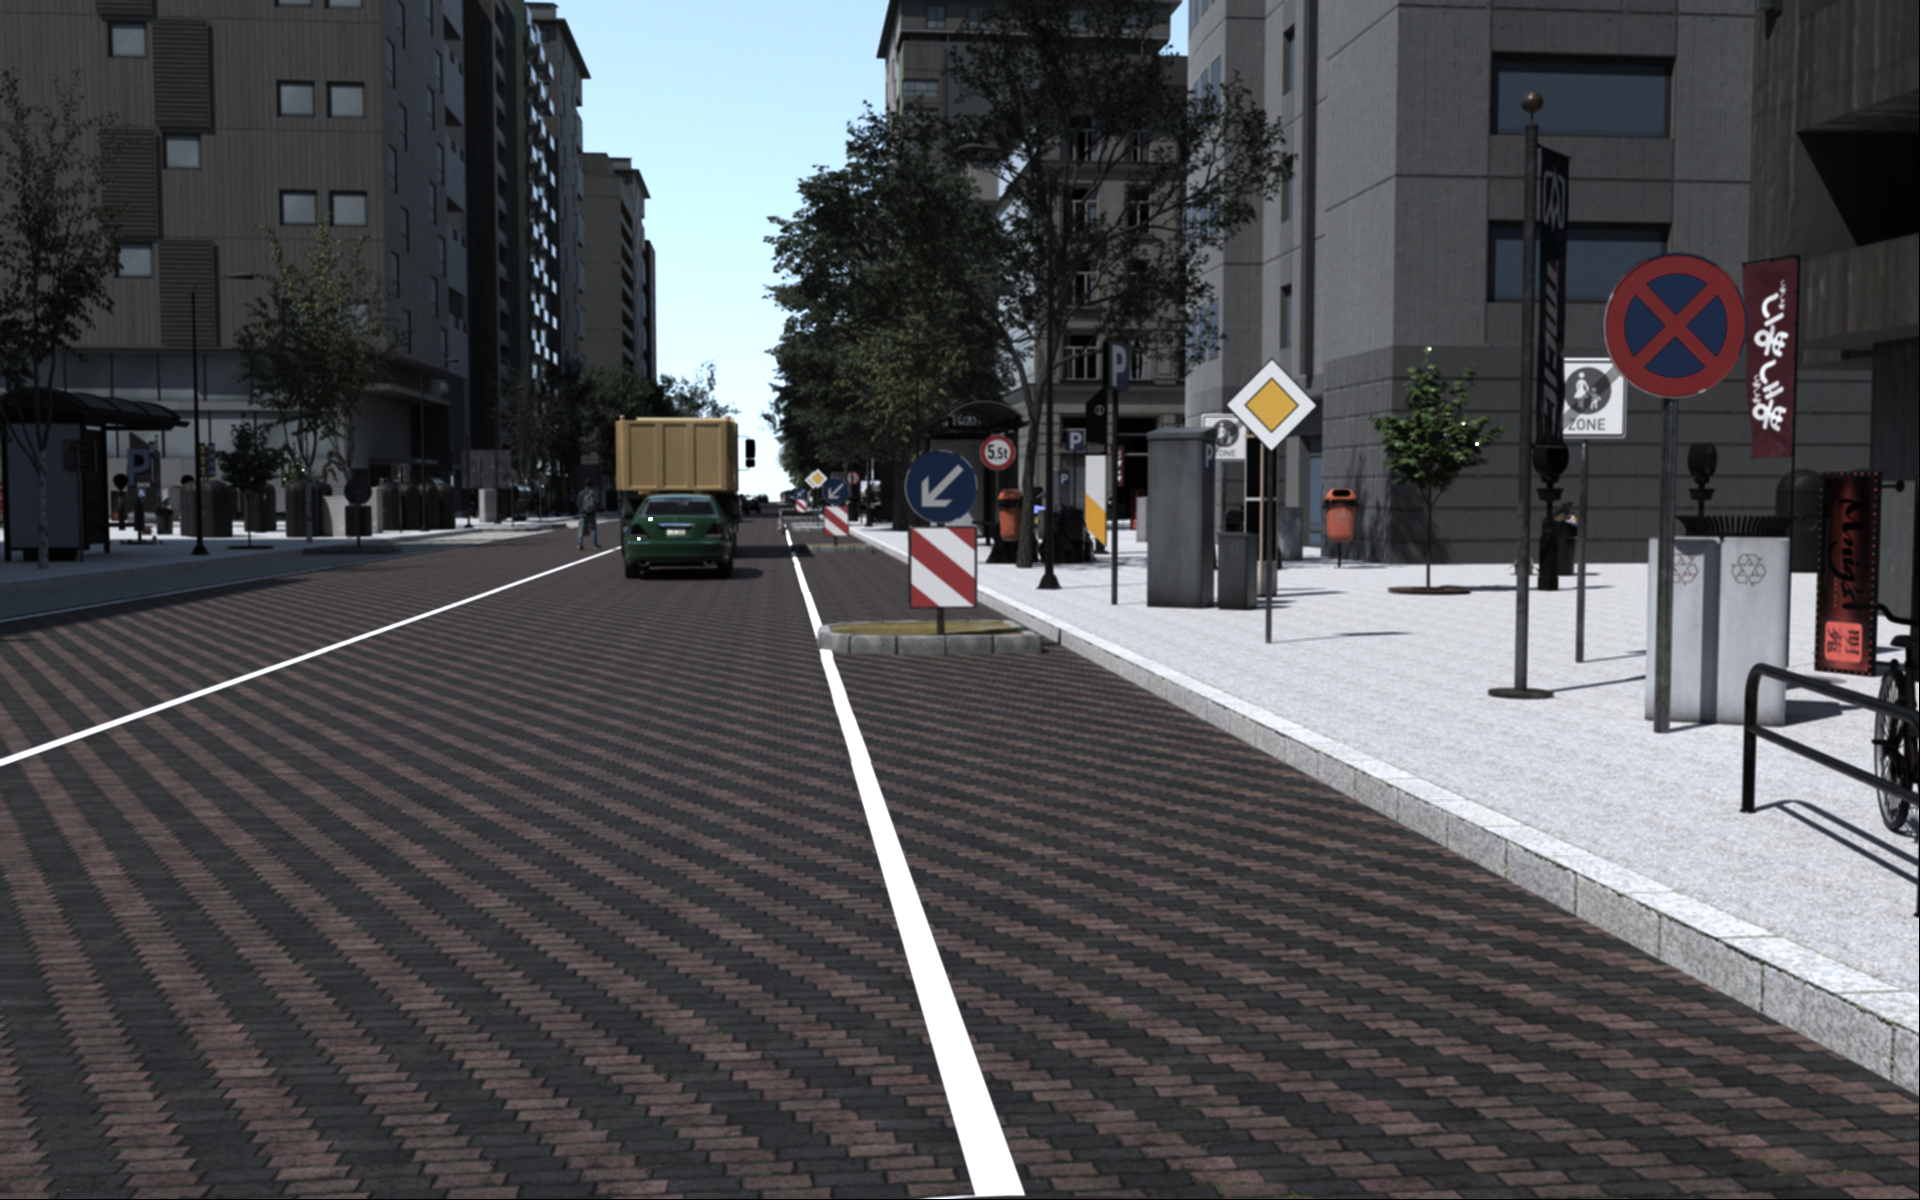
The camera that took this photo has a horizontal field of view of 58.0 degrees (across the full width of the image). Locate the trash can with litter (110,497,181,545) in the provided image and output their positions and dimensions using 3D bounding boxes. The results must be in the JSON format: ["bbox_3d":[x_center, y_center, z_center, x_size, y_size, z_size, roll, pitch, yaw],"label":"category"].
[{"bbox_3d":[-21.033,-2.052,44.602,1.678,1.210,2.233,-2,4,-27],"label":"trash can with litter"}]

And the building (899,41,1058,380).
[{"bbox_3d":[1.270,-29.193,160.899,14.154,41.232,14.086,0,4,-6],"label":"building"}]

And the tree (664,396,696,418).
[{"bbox_3d":[-32.550,-16.468,187.372,7.486,12.596,7.792,0,3,0],"label":"tree"}]

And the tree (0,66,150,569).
[{"bbox_3d":[-15.975,-4.844,29.570,4.360,8.622,3.978,0,3,0],"label":"tree"}]

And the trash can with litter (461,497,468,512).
[{"bbox_3d":[-35.095,-6.831,123.079,1.055,1.170,0.624,2,4,34],"label":"trash can with litter"}]

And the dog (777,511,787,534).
[{"bbox_3d":[-6.508,-2.781,62.312,0.513,0.831,0.800,2,4,27],"label":"dog"}]

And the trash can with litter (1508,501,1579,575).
[{"bbox_3d":[9.215,-0.976,27.349,1.055,1.170,0.624,1,4,20],"label":"trash can with litter"}]

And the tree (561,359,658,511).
[{"bbox_3d":[-26.830,-12.752,134.250,9.928,11.665,9.643,0,3,0],"label":"tree"}]

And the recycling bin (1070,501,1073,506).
[{"bbox_3d":[3.884,-3.280,66.176,0.722,1.027,0.722,1,4,18],"label":"recycling bin"}]

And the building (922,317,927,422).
[{"bbox_3d":[2.072,-16.971,142.107,10.561,19.102,19.286,0,4,-6],"label":"building"}]

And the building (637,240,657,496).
[{"bbox_3d":[-59.016,-39.405,294.382,14.600,45.320,14.200,0,4,-6],"label":"building"}]

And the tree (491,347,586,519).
[{"bbox_3d":[-21.930,-8.416,87.970,4.360,8.622,3.978,0,3,0],"label":"tree"}]

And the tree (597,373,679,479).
[{"bbox_3d":[-29.967,-15.137,164.497,9.611,12.733,9.660,0,3,0],"label":"tree"}]

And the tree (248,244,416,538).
[{"bbox_3d":[-18.024,-6.103,50.145,4.360,8.622,3.978,0,3,0],"label":"tree"}]

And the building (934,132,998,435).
[{"bbox_3d":[5.492,-20.385,120.682,14.401,28.519,23.554,0,4,-6],"label":"building"}]

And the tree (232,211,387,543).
[{"bbox_3d":[-17.195,-5.822,45.546,4.737,8.622,4.395,0,3,0],"label":"tree"}]

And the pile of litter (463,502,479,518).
[{"bbox_3d":[-25.756,-4.785,92.200,1.176,0.858,1.719,3,5,41],"label":"pile of litter"}]

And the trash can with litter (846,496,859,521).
[{"bbox_3d":[-5.040,-4.270,81.199,0.624,1.170,1.055,0,4,-3],"label":"trash can with litter"}]

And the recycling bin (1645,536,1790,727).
[{"bbox_3d":[4.357,0.159,9.958,0.722,1.027,0.722,2,4,25],"label":"recycling bin"}]

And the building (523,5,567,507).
[{"bbox_3d":[-50.078,-33.162,161.803,23.786,49.044,30.456,0,4,-6],"label":"building"}]

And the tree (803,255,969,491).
[{"bbox_3d":[-1.519,-6.235,52.311,4.737,8.622,4.395,0,3,0],"label":"tree"}]

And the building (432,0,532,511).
[{"bbox_3d":[-41.020,-27.419,131.895,14.154,41.232,14.086,0,4,-6],"label":"building"}]

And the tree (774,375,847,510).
[{"bbox_3d":[-10.795,-13.355,136.474,7.486,12.596,7.792,0,3,0],"label":"tree"}]

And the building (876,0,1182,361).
[{"bbox_3d":[6.410,-36.252,181.966,28.713,52.752,27.495,0,4,-6],"label":"building"}]

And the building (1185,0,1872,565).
[{"bbox_3d":[16.763,-30.749,44.753,21.231,58.520,28.212,0,4,-6],"label":"building"}]

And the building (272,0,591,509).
[{"bbox_3d":[-56.112,-36.786,190.682,28.713,52.752,27.495,0,4,-6],"label":"building"}]

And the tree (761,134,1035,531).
[{"bbox_3d":[-2.150,-9.389,60.163,9.857,13.997,8.962,0,3,0],"label":"tree"}]

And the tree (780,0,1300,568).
[{"bbox_3d":[1.165,-5.815,29.487,8.767,10.594,7.601,-1,4,-11],"label":"tree"}]

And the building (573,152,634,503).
[{"bbox_3d":[-58.315,-38.182,247.984,21.300,48.544,21.600,0,4,-6],"label":"building"}]

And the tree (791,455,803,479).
[{"bbox_3d":[-18.104,-15.946,211.082,4.737,8.622,4.395,0,3,0],"label":"tree"}]

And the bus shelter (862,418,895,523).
[{"bbox_3d":[-3.413,-6.320,80.970,2.179,5.291,8.768,0,4,-6],"label":"bus shelter"}]

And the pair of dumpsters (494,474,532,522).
[{"bbox_3d":[-21.443,-4.886,82.384,1.574,2.255,4.437,0,4,-6],"label":"pair of dumpsters"}]

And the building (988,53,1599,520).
[{"bbox_3d":[17.026,-15.895,93.161,30.059,22.955,16.112,0,4,-6],"label":"building"}]

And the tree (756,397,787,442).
[{"bbox_3d":[-25.559,-25.373,270.742,12.611,20.169,13.585,0,3,0],"label":"tree"}]

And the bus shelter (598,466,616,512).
[{"bbox_3d":[-25.754,-7.928,123.538,2.014,3.302,5.546,0,4,-6],"label":"bus shelter"}]

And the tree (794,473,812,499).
[{"bbox_3d":[-21.024,-15.525,237.554,4.285,4.588,4.351,0,3,0],"label":"tree"}]

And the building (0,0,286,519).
[{"bbox_3d":[-43.801,-31.130,98.215,28.713,52.752,27.495,0,4,-6],"label":"building"}]

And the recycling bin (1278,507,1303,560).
[{"bbox_3d":[6.298,-1.303,33.855,0.722,1.027,0.722,0,4,4],"label":"recycling bin"}]

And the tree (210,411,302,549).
[{"bbox_3d":[-16.860,-2.826,40.811,1.663,3.219,1.824,0,3,0],"label":"tree"}]

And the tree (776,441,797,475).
[{"bbox_3d":[-27.016,-23.441,293.636,12.009,13.543,11.850,0,3,0],"label":"tree"}]

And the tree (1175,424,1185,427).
[{"bbox_3d":[9.360,-4.864,63.238,4.285,4.588,4.351,0,3,0],"label":"tree"}]

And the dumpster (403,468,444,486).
[{"bbox_3d":[-20.082,-3.813,64.842,1.502,2.255,1.985,0,4,-6],"label":"dumpster"}]

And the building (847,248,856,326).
[{"bbox_3d":[-7.903,-41.352,295.709,23.786,49.044,30.456,0,4,-6],"label":"building"}]

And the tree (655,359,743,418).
[{"bbox_3d":[-36.836,-23.601,241.766,12.611,20.169,13.585,0,3,0],"label":"tree"}]

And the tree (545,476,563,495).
[{"bbox_3d":[-34.190,-9.334,147.218,1.663,3.219,1.824,0,3,0],"label":"tree"}]

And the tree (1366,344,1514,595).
[{"bbox_3d":[6.034,-1.710,22.560,1.663,3.219,1.824,0,3,0],"label":"tree"}]

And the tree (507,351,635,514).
[{"bbox_3d":[-24.956,-10.884,112.363,8.767,10.594,7.601,-1,4,-19],"label":"tree"}]

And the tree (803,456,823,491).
[{"bbox_3d":[-11.512,-11.897,144.870,4.360,8.622,3.978,0,3,0],"label":"tree"}]

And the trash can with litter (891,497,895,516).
[{"bbox_3d":[-2.460,-3.917,75.429,1.055,1.170,0.624,1,4,12],"label":"trash can with litter"}]

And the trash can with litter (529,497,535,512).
[{"bbox_3d":[-30.381,-6.868,123.681,1.055,1.170,0.624,-2,4,-23],"label":"trash can with litter"}]

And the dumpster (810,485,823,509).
[{"bbox_3d":[-12.151,-8.957,148.932,1.502,2.255,1.985,0,4,-6],"label":"dumpster"}]

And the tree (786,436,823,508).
[{"bbox_3d":[-12.802,-14.595,164.380,9.928,11.665,9.643,0,3,0],"label":"tree"}]

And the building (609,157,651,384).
[{"bbox_3d":[-63.774,-41.803,272.720,28.713,52.752,27.495,0,4,-6],"label":"building"}]

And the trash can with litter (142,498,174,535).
[{"bbox_3d":[-25.365,-2.645,54.636,1.055,1.170,0.624,-1,4,-20],"label":"trash can with litter"}]

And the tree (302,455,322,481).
[{"bbox_3d":[-28.679,-4.913,74.932,1.663,3.219,1.824,0,3,0],"label":"tree"}]

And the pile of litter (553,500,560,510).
[{"bbox_3d":[-32.227,-7.634,138.781,1.719,0.858,1.176,1,4,16],"label":"pile of litter"}]

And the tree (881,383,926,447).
[{"bbox_3d":[-3.300,-9.582,107.028,4.360,8.622,3.978,0,3,0],"label":"tree"}]

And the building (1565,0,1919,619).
[{"bbox_3d":[15.270,-14.894,15.225,14.160,30.474,14.107,0,4,-6],"label":"building"}]

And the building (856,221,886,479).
[{"bbox_3d":[-8.465,-35.139,258.120,14.154,41.232,14.086,0,4,-6],"label":"building"}]
